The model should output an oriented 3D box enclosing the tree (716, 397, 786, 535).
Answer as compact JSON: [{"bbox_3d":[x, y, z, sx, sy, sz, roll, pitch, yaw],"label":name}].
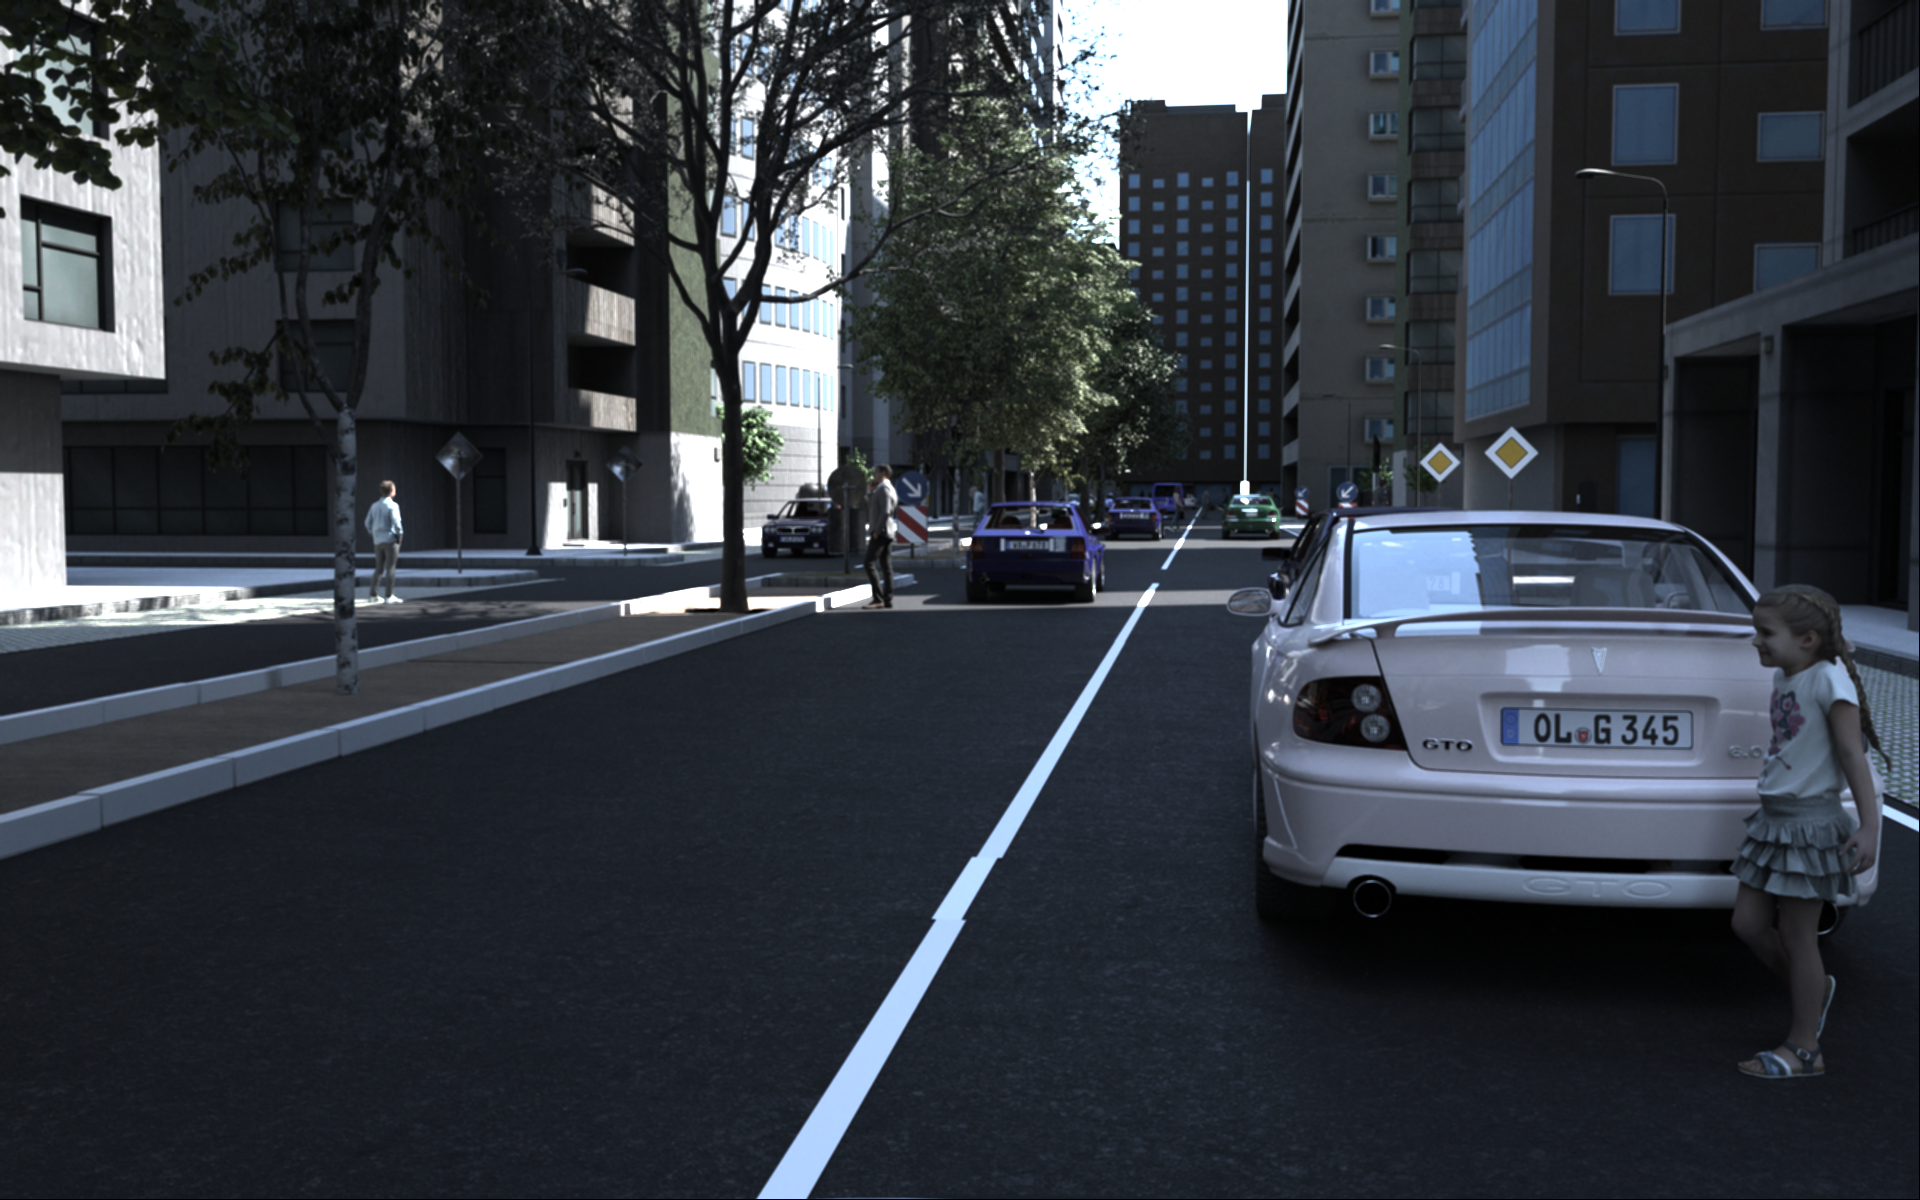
[{"bbox_3d":[-7.160,-4.350,54.842,4.285,4.588,4.351,0,3,0],"label":"tree"}]

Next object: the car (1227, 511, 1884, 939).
[{"bbox_3d":[2.134,0.324,7.066,2.083,1.381,4.827,1,4,9],"label":"car"}]

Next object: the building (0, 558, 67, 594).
[{"bbox_3d":[-18.483,-15.204,20.292,14.107,30.474,14.160,1,4,8],"label":"building"}]

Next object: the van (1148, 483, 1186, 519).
[{"bbox_3d":[12.116,-5.914,101.071,2.240,2.365,5.245,0,4,6],"label":"van"}]

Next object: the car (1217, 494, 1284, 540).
[{"bbox_3d":[9.378,-2.697,55.900,2.131,1.459,4.920,1,4,9],"label":"car"}]

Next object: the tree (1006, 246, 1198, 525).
[{"bbox_3d":[5.615,-9.677,77.687,9.611,12.733,9.660,0,3,0],"label":"tree"}]

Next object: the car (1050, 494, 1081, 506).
[{"bbox_3d":[6.545,-5.653,104.222,2.131,1.459,4.920,0,4,8],"label":"car"}]

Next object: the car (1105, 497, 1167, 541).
[{"bbox_3d":[5.519,-2.566,54.530,1.945,1.354,3.894,1,4,9],"label":"car"}]

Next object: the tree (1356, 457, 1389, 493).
[{"bbox_3d":[18.755,-5.133,78.531,1.663,3.219,1.824,0,3,0],"label":"tree"}]

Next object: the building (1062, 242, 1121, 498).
[{"bbox_3d":[11.517,-26.245,200.800,14.107,30.474,14.160,1,4,8],"label":"building"}]

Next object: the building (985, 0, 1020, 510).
[{"bbox_3d":[-7.495,-30.525,122.783,21.300,48.544,21.600,1,4,8],"label":"building"}]

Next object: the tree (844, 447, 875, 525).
[{"bbox_3d":[-4.349,-4.676,71.056,1.663,3.219,1.824,0,3,0],"label":"tree"}]

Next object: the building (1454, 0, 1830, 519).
[{"bbox_3d":[19.623,-23.778,38.875,14.200,45.320,14.600,1,4,8],"label":"building"}]

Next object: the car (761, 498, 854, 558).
[{"bbox_3d":[-3.413,-1.700,40.381,1.945,1.354,3.894,1,4,9],"label":"car"}]

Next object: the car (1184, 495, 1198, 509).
[{"bbox_3d":[21.297,-9.213,162.992,2.083,1.381,4.827,1,4,10],"label":"car"}]

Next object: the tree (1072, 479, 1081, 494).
[{"bbox_3d":[12.640,-11.778,187.165,1.663,3.219,1.824,0,3,0],"label":"tree"}]

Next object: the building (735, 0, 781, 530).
[{"bbox_3d":[-15.884,-32.389,71.559,21.231,58.520,28.212,1,4,8],"label":"building"}]

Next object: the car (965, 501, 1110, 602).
[{"bbox_3d":[1.113,-0.720,24.346,1.945,1.354,3.894,0,4,7],"label":"car"}]

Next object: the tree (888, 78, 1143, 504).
[{"bbox_3d":[0.986,-7.713,46.687,7.486,12.596,7.792,0,3,0],"label":"tree"}]

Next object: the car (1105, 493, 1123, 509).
[{"bbox_3d":[14.833,-9.631,167.056,1.945,1.707,3.694,1,4,9],"label":"car"}]

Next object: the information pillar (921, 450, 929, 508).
[{"bbox_3d":[-1.865,-6.183,92.451,0.504,3.616,0.183,-3,5,-44],"label":"information pillar"}]

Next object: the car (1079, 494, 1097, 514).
[{"bbox_3d":[9.305,-7.199,127.932,2.015,1.641,3.980,1,4,10],"label":"car"}]

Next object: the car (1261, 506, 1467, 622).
[{"bbox_3d":[3.575,-0.132,14.733,1.945,1.354,3.894,0,4,7],"label":"car"}]

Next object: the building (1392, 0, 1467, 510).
[{"bbox_3d":[24.070,-18.099,67.619,14.160,30.474,14.107,1,4,8],"label":"building"}]

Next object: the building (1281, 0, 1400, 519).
[{"bbox_3d":[29.117,-28.821,94.927,21.300,48.544,21.600,1,4,8],"label":"building"}]

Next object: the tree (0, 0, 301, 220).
[{"bbox_3d":[-4.771,-5.186,5.368,7.486,12.596,7.792,0,3,0],"label":"tree"}]

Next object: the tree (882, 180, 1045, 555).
[{"bbox_3d":[-0.079,-5.355,40.367,4.360,8.622,3.978,0,3,0],"label":"tree"}]

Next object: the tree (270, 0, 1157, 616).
[{"bbox_3d":[-2.710,-6.573,20.302,12.009,13.543,11.850,0,3,0],"label":"tree"}]

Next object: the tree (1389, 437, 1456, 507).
[{"bbox_3d":[15.871,-3.953,59.231,1.663,3.219,1.824,0,3,0],"label":"tree"}]

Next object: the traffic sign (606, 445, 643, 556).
[{"bbox_3d":[-6.925,-1.966,35.785,0.795,2.450,0.064,1,4,8],"label":"traffic sign"}]

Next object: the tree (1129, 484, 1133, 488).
[{"bbox_3d":[7.881,-8.679,94.727,4.737,8.622,4.395,0,3,0],"label":"tree"}]

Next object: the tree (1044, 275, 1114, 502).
[{"bbox_3d":[2.258,-6.121,52.897,4.737,8.622,4.395,0,3,0],"label":"tree"}]

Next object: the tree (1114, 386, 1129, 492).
[{"bbox_3d":[4.387,-7.162,69.926,4.737,8.622,4.395,0,3,0],"label":"tree"}]

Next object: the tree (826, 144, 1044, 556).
[{"bbox_3d":[-0.745,-5.074,35.775,4.737,8.622,4.395,0,3,0],"label":"tree"}]

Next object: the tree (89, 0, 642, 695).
[{"bbox_3d":[-4.351,-3.640,12.332,4.360,8.622,3.978,0,3,0],"label":"tree"}]

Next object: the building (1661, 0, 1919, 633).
[{"bbox_3d":[18.891,-35.079,11.799,20.563,71.187,20.611,1,4,8],"label":"building"}]

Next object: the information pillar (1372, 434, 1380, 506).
[{"bbox_3d":[16.224,-4.658,67.520,0.183,3.616,0.504,3,4,37],"label":"information pillar"}]

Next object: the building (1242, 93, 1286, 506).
[{"bbox_3d":[39.844,-33.404,196.266,14.200,45.320,14.600,1,4,8],"label":"building"}]

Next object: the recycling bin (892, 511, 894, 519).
[{"bbox_3d":[-3.665,-4.759,90.358,0.722,1.027,0.722,0,4,3],"label":"recycling bin"}]

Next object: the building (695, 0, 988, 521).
[{"bbox_3d":[-6.215,-20.106,100.431,14.160,30.474,14.107,1,4,8],"label":"building"}]

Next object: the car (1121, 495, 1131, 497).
[{"bbox_3d":[16.627,-9.933,174.981,1.945,1.354,3.894,0,4,7],"label":"car"}]

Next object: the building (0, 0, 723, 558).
[{"bbox_3d":[-14.710,-16.583,42.841,14.160,30.474,14.107,1,4,8],"label":"building"}]

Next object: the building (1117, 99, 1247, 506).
[{"bbox_3d":[25.671,-33.592,199.332,14.200,45.320,14.600,1,4,8],"label":"building"}]

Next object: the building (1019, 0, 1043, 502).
[{"bbox_3d":[-4.759,-32.356,148.622,23.786,49.044,30.456,1,4,8],"label":"building"}]

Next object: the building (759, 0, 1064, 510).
[{"bbox_3d":[-3.862,-38.756,175.651,28.212,58.520,21.231,1,4,8],"label":"building"}]

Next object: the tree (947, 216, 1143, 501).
[{"bbox_3d":[2.740,-8.177,61.910,9.928,11.665,9.643,0,3,0],"label":"tree"}]
